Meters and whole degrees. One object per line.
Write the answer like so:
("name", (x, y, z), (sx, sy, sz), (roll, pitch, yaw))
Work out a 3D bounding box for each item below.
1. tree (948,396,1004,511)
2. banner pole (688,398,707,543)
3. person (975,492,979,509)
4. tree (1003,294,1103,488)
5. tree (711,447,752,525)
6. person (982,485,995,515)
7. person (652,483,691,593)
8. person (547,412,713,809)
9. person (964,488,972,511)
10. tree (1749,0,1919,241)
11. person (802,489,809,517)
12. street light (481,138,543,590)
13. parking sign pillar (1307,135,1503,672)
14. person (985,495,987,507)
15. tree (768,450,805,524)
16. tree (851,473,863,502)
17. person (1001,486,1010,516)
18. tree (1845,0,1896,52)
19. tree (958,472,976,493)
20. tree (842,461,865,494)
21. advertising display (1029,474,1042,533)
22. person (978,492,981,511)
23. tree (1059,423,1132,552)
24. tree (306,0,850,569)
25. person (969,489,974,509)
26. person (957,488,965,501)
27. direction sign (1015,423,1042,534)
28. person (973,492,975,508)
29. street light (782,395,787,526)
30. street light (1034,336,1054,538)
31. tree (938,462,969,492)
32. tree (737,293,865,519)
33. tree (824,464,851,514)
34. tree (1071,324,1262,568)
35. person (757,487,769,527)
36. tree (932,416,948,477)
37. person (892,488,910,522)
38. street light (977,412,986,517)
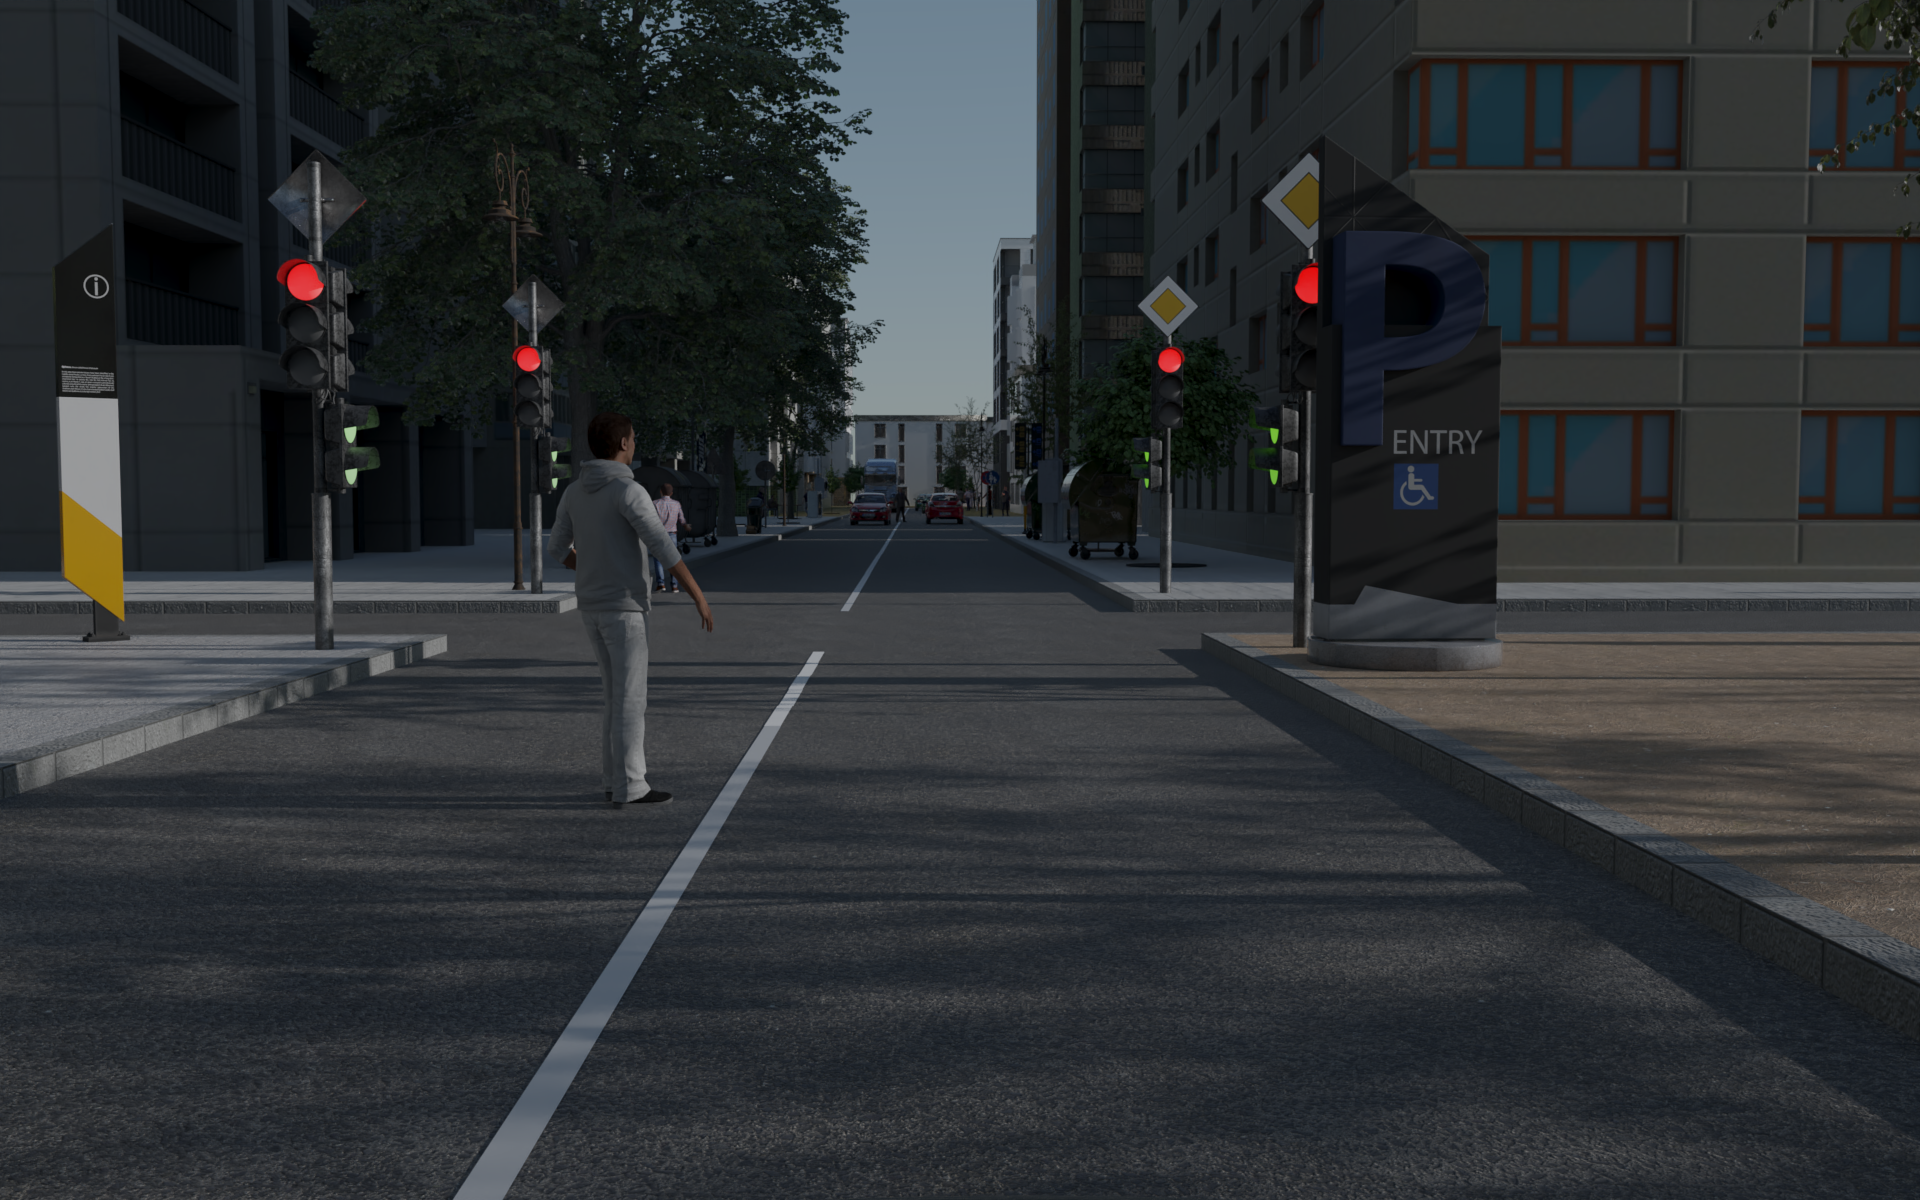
("tree", (1.308, -10.968, 129.691), (4.360, 8.622, 3.978), (0, 3, 0))
("banner pole", (-6.827, -3.372, 45.153), (0.401, 3.779, 0.863), (-3, 5, -43))
("person", (1.415, -8.679, 148.033), (0.705, 1.812, 1.348), (0, 4, -3))
("tree", (3.332, -6.995, 64.734), (4.737, 8.622, 4.395), (0, 3, 0))
("tree", (-9.289, -4.685, 71.209), (1.663, 3.219, 1.824), (0, 3, 0))
("person", (1.743, -6.050, 104.925), (0.705, 1.831, 1.348), (3, 4, 37))
("person", (-4.270, -0.897, 25.132), (0.963, 1.587, 0.435), (-3, 4, -36))
("person", (-1.510, 0.039, 8.009), (0.875, 1.805, 0.789), (3, 4, 37))
("person", (0.548, -7.645, 131.975), (0.756, 1.711, 0.436), (-2, 4, -31))
("tree", (7.145, -3.751, 11.700), (4.360, 8.622, 3.978), (0, 3, 0))
("person", (-8.577, -5.422, 96.907), (0.569, 1.553, 0.471), (0, 4, 2))
("street light", (-5.914, -3.073, 23.026), (0.468, 5.910, 1.993), (0, 4, -1))
("parking sign pillar", (3.382, -1.506, 13.097), (1.447, 3.967, 1.447), (0, 4, -5))
("person", (2.774, -10.148, 172.884), (0.530, 1.710, 0.541), (0, 4, 1))
("tree", (-7.601, -4.925, 75.126), (1.663, 3.219, 1.824), (0, 3, 0))
("tree", (-10.179, -10.249, 162.169), (1.663, 3.219, 1.824), (0, 3, 0))
("person", (2.656, -5.671, 99.298), (0.617, 1.759, 0.750), (-1, 4, -12))
("tree", (4.274, -3.386, 5.726), (4.737, 8.622, 4.395), (0, 3, 0))
("tree", (0.919, -9.783, 154.556), (1.663, 3.219, 1.824), (0, 3, 0))
("tree", (-9.904, -11.344, 169.185), (4.285, 4.588, 4.351), (0, 3, 0))
("advertising display", (2.633, -3.145, 56.630), (0.974, 1.923, 0.123), (0, 4, -6))
("person", (1.504, -7.645, 134.231), (0.628, 1.438, 0.799), (-1, 4, -12))
("tree", (3.229, -2.695, 38.667), (1.663, 3.219, 1.824), (0, 3, 0))
("tree", (-6.332, -7.508, 29.405), (9.857, 13.997, 8.962), (0, 3, 0))
("person", (1.006, -8.915, 152.466), (0.551, 1.740, 0.621), (1, 4, 18))
("person", (0.086, -8.617, 146.925), (1.348, 1.824, 0.705), (-2, 4, -28))
("direction sign", (2.173, -3.861, 55.130), (0.876, 3.537, 0.379), (0, 4, -1))
("person", (1.256, -9.543, 162.782), (1.217, 1.736, 0.721), (1, 4, 19))
("street light", (-7.052, -5.907, 69.374), (0.468, 5.910, 1.993), (0, 4, -1))
("street light", (2.456, -4.765, 50.688), (0.468, 5.910, 1.993), (0, 4, -1))
("tree", (-0.506, -11.509, 171.888), (4.285, 4.588, 4.351), (0, 3, 0))
("tree", (-8.643, -9.905, 87.700), (9.928, 11.665, 9.643), (0, 3, 0))
("tree", (-8.376, -7.143, 111.387), (1.663, 3.219, 1.824), (0, 3, 0))
("tree", (3.711, -2.867, 30.596), (4.285, 4.588, 4.351), (0, 3, 0))
("person", (-7.748, -3.610, 67.272), (0.569, 1.553, 0.471), (-3, 5, -43))
("tree", (-0.412, -12.805, 159.720), (4.360, 8.622, 3.978), (0, 3, 0))
("person", (-2.984, -4.852, 88.379), (0.990, 1.755, 0.434), (-2, 4, -25))
("street light", (1.212, -7.601, 97.072), (0.468, 5.910, 1.993), (0, 4, -1))
